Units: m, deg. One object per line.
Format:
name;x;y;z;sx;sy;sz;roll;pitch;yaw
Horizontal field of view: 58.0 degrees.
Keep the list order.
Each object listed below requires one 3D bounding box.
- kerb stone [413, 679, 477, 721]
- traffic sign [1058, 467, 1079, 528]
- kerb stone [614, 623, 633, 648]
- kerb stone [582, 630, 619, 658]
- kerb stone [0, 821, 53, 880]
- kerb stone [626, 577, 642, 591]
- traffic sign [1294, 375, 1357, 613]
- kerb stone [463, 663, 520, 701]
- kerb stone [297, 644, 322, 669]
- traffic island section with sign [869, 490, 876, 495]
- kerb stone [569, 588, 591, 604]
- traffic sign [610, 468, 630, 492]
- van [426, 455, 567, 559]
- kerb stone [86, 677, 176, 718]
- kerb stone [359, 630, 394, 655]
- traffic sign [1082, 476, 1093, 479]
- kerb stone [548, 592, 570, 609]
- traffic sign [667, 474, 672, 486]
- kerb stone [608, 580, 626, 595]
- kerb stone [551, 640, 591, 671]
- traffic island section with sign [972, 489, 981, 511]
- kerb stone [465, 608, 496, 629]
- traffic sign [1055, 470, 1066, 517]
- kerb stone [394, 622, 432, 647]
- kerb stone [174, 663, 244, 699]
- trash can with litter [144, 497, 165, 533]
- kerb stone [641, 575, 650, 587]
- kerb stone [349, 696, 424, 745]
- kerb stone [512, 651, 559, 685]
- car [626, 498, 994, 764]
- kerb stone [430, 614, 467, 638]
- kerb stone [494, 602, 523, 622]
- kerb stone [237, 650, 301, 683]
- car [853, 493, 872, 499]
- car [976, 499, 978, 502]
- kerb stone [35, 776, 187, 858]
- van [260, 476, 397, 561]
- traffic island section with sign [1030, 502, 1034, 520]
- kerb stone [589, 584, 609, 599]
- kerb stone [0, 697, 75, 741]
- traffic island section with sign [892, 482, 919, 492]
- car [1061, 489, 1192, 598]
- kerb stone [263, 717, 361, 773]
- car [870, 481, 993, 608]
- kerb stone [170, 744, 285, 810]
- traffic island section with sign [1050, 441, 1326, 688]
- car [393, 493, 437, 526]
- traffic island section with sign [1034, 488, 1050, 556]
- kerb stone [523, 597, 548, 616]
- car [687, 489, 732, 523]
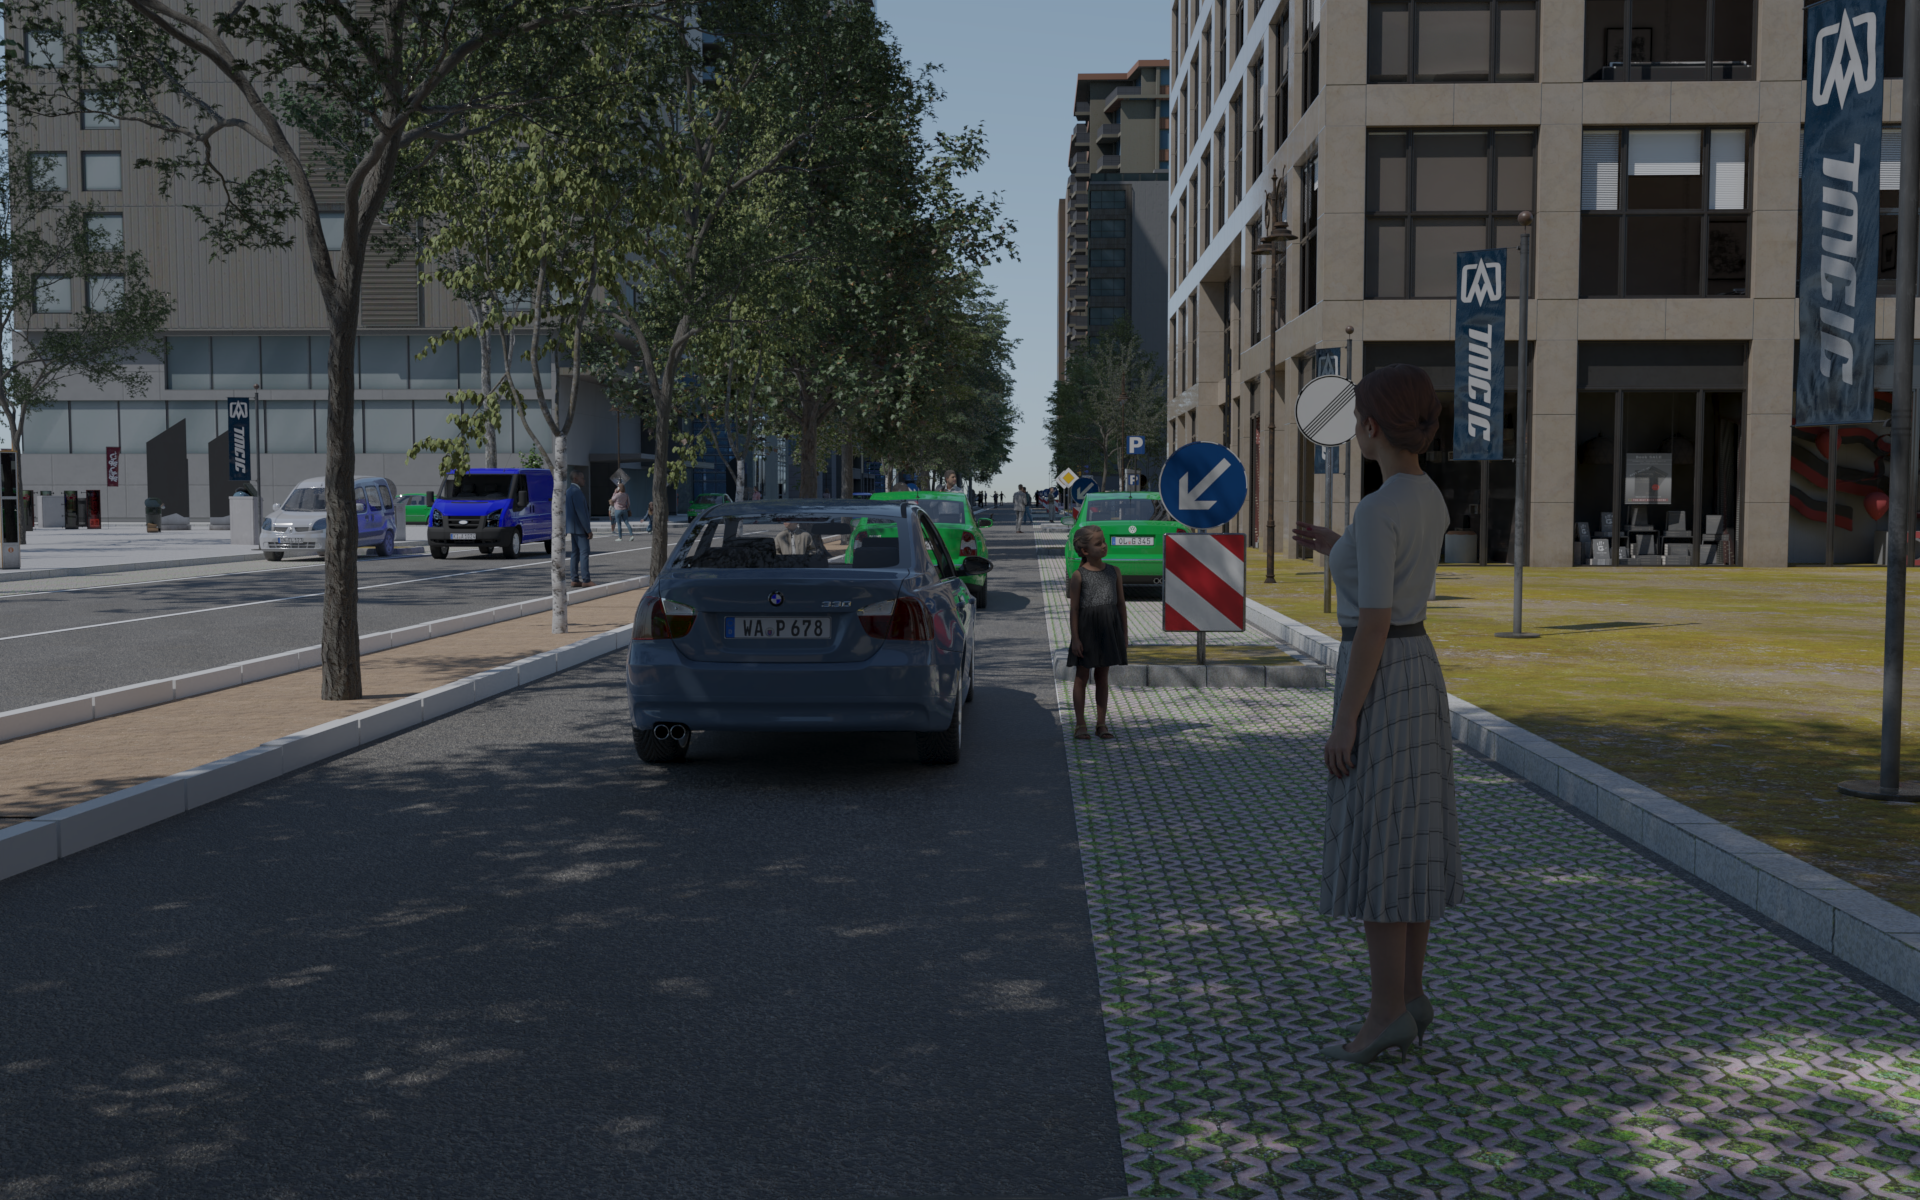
kerb stone;-3.420;0.664;11.409;0.120;0.150;1.000;0;4;2
traffic sign;4.098;-3.780;65.441;0.795;2.450;0.064;0;4;2
kerb stone;-3.215;0.346;16.537;0.120;0.150;1.000;0;4;2
kerb stone;-3.260;0.409;15.511;0.120;0.150;1.000;0;4;2
kerb stone;-3.623;0.975;6.299;0.120;0.150;1.000;0;4;2
kerb stone;-4.956;-0.220;25.841;0.120;0.150;1.000;0;4;2
traffic sign;3.959;-1.130;18.582;0.768;2.556;0.104;0;4;3
kerb stone;-3.383;0.597;12.438;0.120;0.150;1.000;0;4;2
kerb stone;-5.401;0.468;14.550;0.120;0.150;1.000;0;4;2
traffic island section with sign;-8.743;-10.096;173.691;1.989;1.847;2.006;0;4;2
kerb stone;-5.070;-0.035;22.770;0.120;0.150;1.000;0;4;2
traffic sign;-12.982;-3.822;66.135;0.795;2.450;0.064;0;4;2
van;-10.649;-2.176;39.963;2.240;2.365;5.245;0;4;2
kerb stone;-5.522;0.657;11.477;0.120;0.150;1.000;0;4;2
kerb stone;-5.359;0.406;15.576;0.120;0.150;1.000;0;4;2
traffic sign;6.964;-5.661;94.683;0.606;2.300;0.079;0;4;8
kerb stone;-5.117;0.035;21.735;0.120;0.150;1.000;0;4;2
traffic sign;-12.666;-4.310;74.114;0.795;2.450;0.064;0;4;2
kerb stone;-4.992;-0.160;24.813;0.120;0.150;1.000;0;4;2
kerb stone;-3.293;0.474;14.489;0.120;0.150;1.000;0;4;2
traffic island section with sign;0.948;-8.584;148.491;2.006;1.907;1.989;0;4;2
kerb stone;-5.239;0.222;18.657;0.120;0.150;1.000;0;4;2
traffic sign;4.414;-4.268;73.419;0.795;2.450;0.064;0;4;2
kerb stone;-5.320;0.350;16.602;0.120;0.150;1.000;0;4;2
kerb stone;-5.475;0.599;12.505;0.120;0.150;1.000;0;4;2
trash can with litter;-26.806;-2.831;57.674;0.624;1.170;1.055;-2;4;-25
kerb stone;-4.907;-0.285;26.863;0.120;0.150;1.000;0;4;2
kerb stone;-3.464;0.727;10.388;0.120;0.150;1.000;0;4;2
kerb stone;-3.336;0.534;13.462;0.120;0.150;1.000;0;4;2
car;-0.811;0.092;10.503;2.014;1.417;4.499;0;4;2
kerb stone;-5.273;0.280;17.634;0.120;0.150;1.000;0;4;2
kerb stone;-5.196;0.154;19.678;0.120;0.150;1.000;0;4;2
kerb stone;-5.436;0.532;13.529;0.120;0.150;1.000;0;4;2
car;-5.069;-4.801;88.091;1.945;1.707;3.694;0;4;1
car;2.597;-16.408;280.072;2.131;1.459;4.920;0;4;1
kerb stone;-3.581;0.910;7.320;0.120;0.150;1.000;0;4;2
van;-13.885;-1.905;38.157;2.013;2.044;4.112;0;4;3
traffic island section with sign;4.996;-5.320;95.617;1.989;1.847;2.006;0;4;2
kerb stone;-5.035;-0.098;23.792;0.120;0.150;1.000;0;4;2
kerb stone;-5.565;0.720;10.453;0.120;0.150;1.000;0;4;2
traffic island section with sign;-2.017;-3.992;73.411;2.006;1.907;1.989;0;4;2
car;2.422;-0.988;24.947;1.959;1.807;4.718;0;4;4
kerb stone;-3.506;0.785;9.366;0.120;0.150;1.000;0;4;2
car;-0.529;-0.876;23.117;1.959;1.807;4.718;0;4;0
kerb stone;-3.539;0.853;8.345;0.120;0.150;1.000;0;4;2
traffic island section with sign;1.741;-0.311;13.713;1.989;1.847;2.006;0;4;2
car;-22.076;-3.716;69.550;4.718;1.807;1.959;0;4;3
traffic island section with sign;2.819;-1.970;40.844;1.989;1.847;2.006;0;4;2
kerb stone;-5.150;0.093;20.704;0.120;0.150;1.000;0;4;2
car;-12.030;-4.600;84.002;1.959;1.807;4.718;0;4;2
